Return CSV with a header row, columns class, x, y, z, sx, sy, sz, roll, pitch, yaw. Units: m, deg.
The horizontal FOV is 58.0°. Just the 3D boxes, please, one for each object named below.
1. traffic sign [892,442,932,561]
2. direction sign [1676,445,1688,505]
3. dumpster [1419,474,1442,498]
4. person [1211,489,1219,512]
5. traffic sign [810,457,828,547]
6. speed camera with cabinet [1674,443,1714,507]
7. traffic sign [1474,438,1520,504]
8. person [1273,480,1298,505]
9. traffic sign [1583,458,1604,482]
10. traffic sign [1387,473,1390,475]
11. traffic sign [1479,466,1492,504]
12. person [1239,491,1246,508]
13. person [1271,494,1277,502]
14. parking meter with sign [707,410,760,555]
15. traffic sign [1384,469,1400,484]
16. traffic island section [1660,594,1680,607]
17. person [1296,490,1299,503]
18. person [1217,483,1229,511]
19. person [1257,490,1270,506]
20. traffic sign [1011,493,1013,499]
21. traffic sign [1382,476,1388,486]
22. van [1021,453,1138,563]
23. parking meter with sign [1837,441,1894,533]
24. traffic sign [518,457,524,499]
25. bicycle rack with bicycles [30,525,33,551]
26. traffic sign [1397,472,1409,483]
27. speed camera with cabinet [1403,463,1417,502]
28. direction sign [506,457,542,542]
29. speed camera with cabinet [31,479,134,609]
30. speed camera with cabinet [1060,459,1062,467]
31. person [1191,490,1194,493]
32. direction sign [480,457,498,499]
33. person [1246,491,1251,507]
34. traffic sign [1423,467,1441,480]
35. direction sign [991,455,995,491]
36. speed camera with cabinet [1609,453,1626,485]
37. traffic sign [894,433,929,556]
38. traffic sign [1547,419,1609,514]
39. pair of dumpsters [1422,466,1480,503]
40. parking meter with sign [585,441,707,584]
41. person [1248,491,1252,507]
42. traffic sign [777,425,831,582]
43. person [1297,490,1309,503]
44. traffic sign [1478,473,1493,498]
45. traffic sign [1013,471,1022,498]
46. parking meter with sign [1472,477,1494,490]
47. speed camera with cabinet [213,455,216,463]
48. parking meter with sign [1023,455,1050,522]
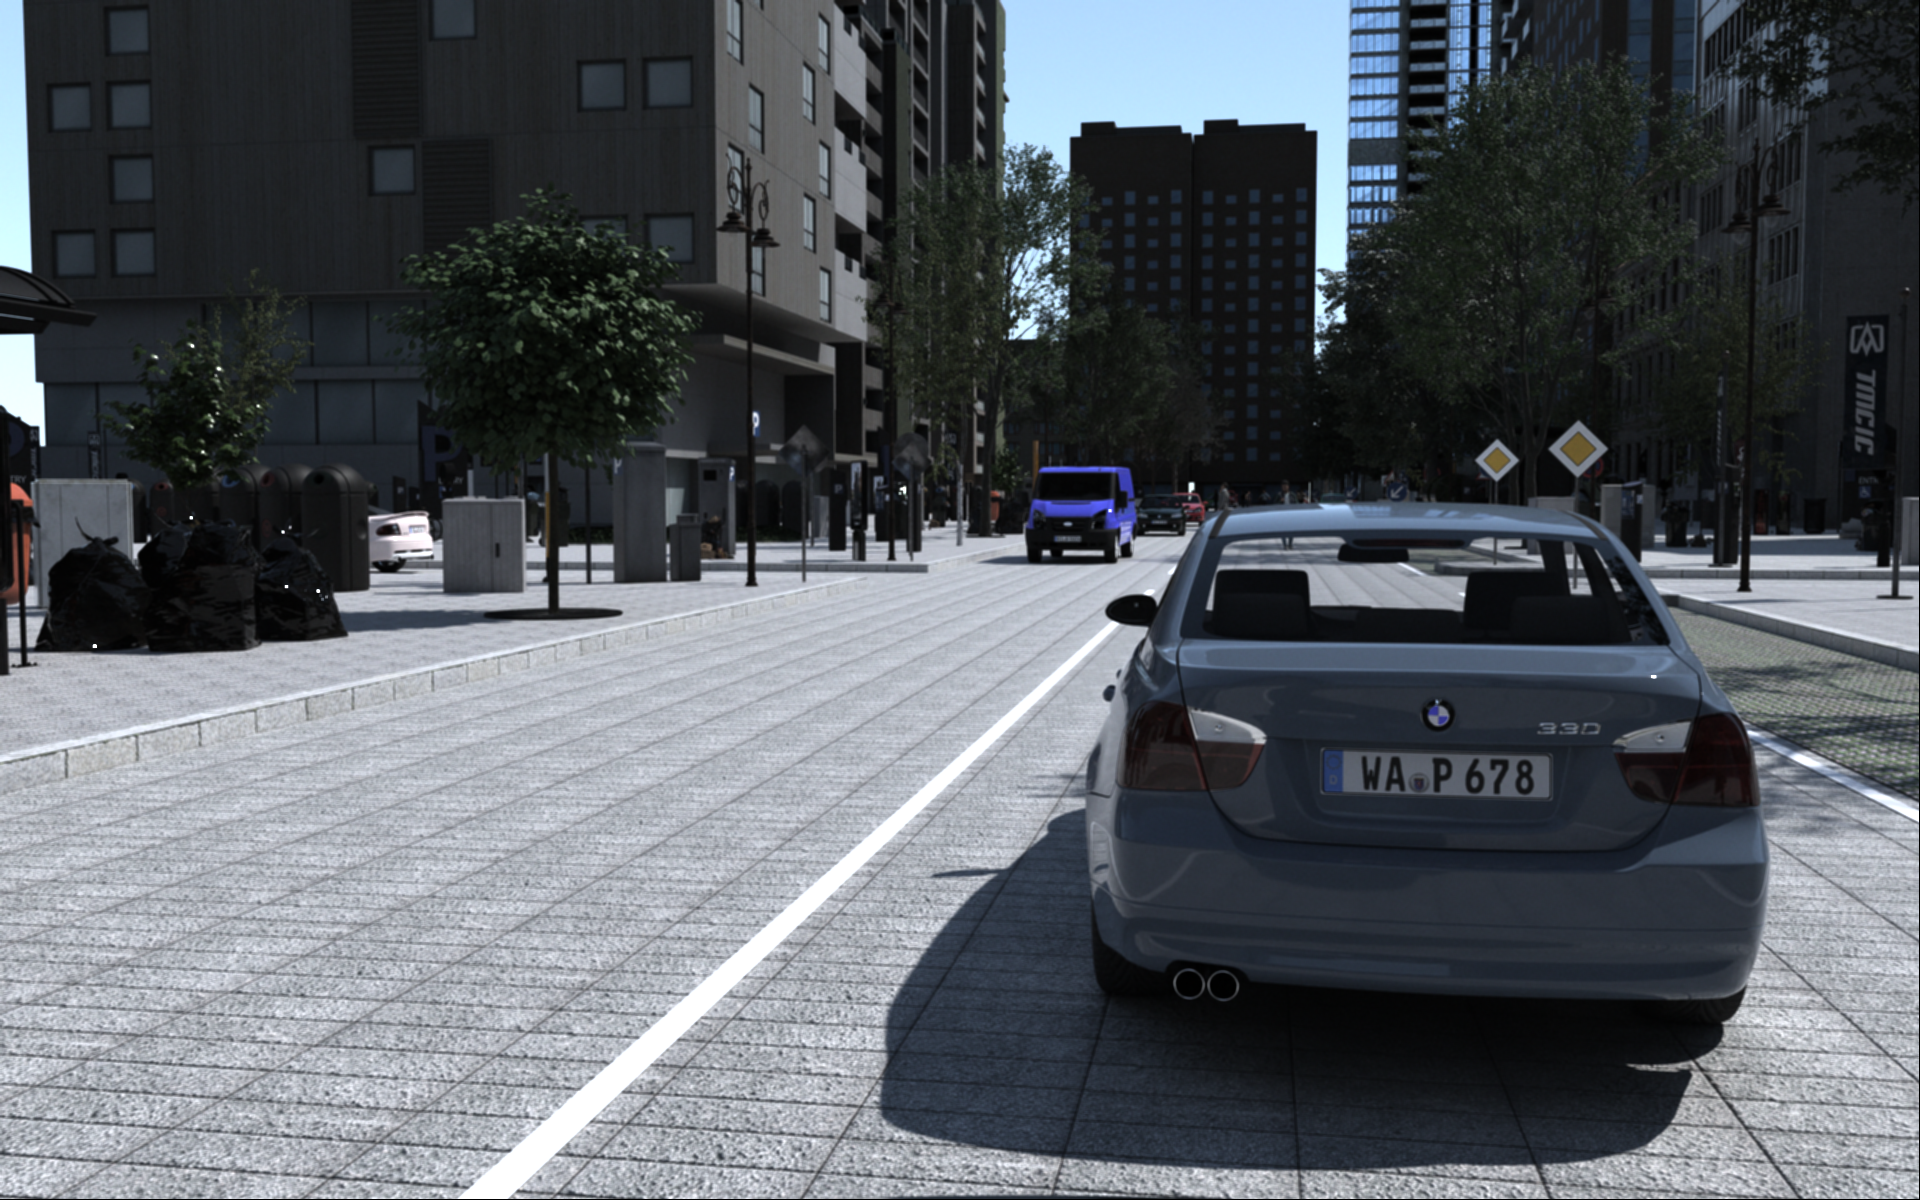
class,x,y,z,sx,sy,sz,roll,pitch,yaw
traffic sign,-0.921,-1.800,33.065,0.795,2.450,0.064,1,4,10
direction sign,33.749,-5.444,80.998,0.379,3.537,0.876,-1,4,-12
dumpster,21.995,-4.727,79.776,1.502,2.255,1.985,1,4,10
person,20.303,-7.899,137.670,0.705,1.821,1.348,-1,4,-15
traffic sign,-3.606,-2.576,42.217,0.768,2.556,0.104,1,4,14
speed camera with cabinet,28.365,-4.386,66.044,2.038,3.252,0.660,0,4,-2
traffic sign,9.666,-1.688,31.235,0.795,2.450,0.064,1,4,10
person,8.299,-2.153,44.046,0.623,1.781,0.721,-1,4,-13
traffic sign,19.868,-3.333,54.598,0.768,2.556,0.104,1,4,13
traffic sign,26.136,-6.412,104.948,0.768,2.556,0.104,1,4,15
traffic sign,16.949,-3.377,55.316,0.768,2.556,0.104,1,4,18
person,24.128,-8.485,148.050,0.721,1.723,1.217,-1,4,-16
person,27.593,-8.515,150.983,1.065,1.426,0.557,0,4,-3
parking meter with sign,-5.112,-2.457,36.430,1.738,3.016,0.543,1,4,14
traffic sign,22.862,-5.604,91.623,0.884,2.594,0.081,1,4,13
traffic island section,8.340,-0.071,23.438,2.009,0.180,2.903,1,4,10
person,32.559,-9.697,167.053,0.705,1.823,1.348,1,4,9
person,8.593,-2.945,56.839,0.473,1.802,0.592,3,5,43
person,27.644,-9.105,157.359,1.348,1.826,0.705,3,5,42
traffic sign,2.516,-5.117,83.767,0.768,2.556,0.104,1,4,10
traffic sign,23.388,-5.675,94.923,0.606,2.300,0.079,1,4,14
van,2.684,-2.040,37.744,2.240,2.365,5.245,1,4,11
parking meter with sign,29.629,-3.687,56.538,1.738,3.016,0.543,1,4,23
traffic sign,-6.487,-1.557,25.570,0.768,2.556,0.104,1,4,15
bicycle rack with bicycles,-21.046,-1.560,38.888,2.852,0.926,2.925,0,4,-4
traffic sign,24.954,-5.980,97.877,0.768,2.556,0.104,1,4,17
speed camera with cabinet,26.408,-6.586,102.012,2.038,3.252,0.660,-3,5,-40
direction sign,-11.536,-3.304,46.010,0.876,3.537,0.379,-2,4,-28
speed camera with cabinet,-10.416,-1.530,19.351,2.038,3.252,0.660,-2,4,-32
speed camera with cabinet,5.612,-6.436,99.571,0.660,3.252,2.038,0,4,3
person,18.201,-7.677,134.708,0.721,1.739,1.217,1,4,18
direction sign,-13.225,-3.513,49.430,0.876,3.537,0.379,-1,4,-11
person,25.433,-8.785,152.861,0.721,1.735,1.217,2,4,28
traffic sign,21.155,-4.744,77.674,0.768,2.556,0.104,1,4,14
direction sign,1.939,-6.692,101.403,0.379,3.537,0.876,-1,4,-14
speed camera with cabinet,30.603,-5.371,82.150,2.038,3.252,0.660,-2,4,-24
traffic sign,-1.020,-2.191,35.922,0.768,2.556,0.104,1,4,11
traffic sign,8.316,-1.206,23.364,0.795,2.450,0.064,1,4,10
pair of dumpsters,17.367,-3.594,61.258,1.574,2.255,4.437,1,4,10
parking meter with sign,-4.618,-1.761,25.056,1.738,3.016,0.543,-3,4,-36
person,26.713,-9.209,159.989,0.530,1.710,0.541,-1,4,-13
traffic sign,-2.271,-1.318,25.194,0.795,2.450,0.064,1,4,10
person,30.580,-8.961,155.023,1.348,1.823,0.705,2,4,29
traffic sign,19.954,-4.010,65.567,0.884,2.594,0.081,1,4,13
traffic sign,2.565,-5.035,82.430,0.768,2.556,0.104,1,4,19
parking meter with sign,23.664,-5.076,79.247,1.738,3.016,0.543,-1,4,-15
speed camera with cabinet,-24.070,-3.879,57.759,2.038,3.252,0.660,0,4,-1
parking meter with sign,3.195,-5.019,78.322,1.738,3.016,0.543,0,4,8
